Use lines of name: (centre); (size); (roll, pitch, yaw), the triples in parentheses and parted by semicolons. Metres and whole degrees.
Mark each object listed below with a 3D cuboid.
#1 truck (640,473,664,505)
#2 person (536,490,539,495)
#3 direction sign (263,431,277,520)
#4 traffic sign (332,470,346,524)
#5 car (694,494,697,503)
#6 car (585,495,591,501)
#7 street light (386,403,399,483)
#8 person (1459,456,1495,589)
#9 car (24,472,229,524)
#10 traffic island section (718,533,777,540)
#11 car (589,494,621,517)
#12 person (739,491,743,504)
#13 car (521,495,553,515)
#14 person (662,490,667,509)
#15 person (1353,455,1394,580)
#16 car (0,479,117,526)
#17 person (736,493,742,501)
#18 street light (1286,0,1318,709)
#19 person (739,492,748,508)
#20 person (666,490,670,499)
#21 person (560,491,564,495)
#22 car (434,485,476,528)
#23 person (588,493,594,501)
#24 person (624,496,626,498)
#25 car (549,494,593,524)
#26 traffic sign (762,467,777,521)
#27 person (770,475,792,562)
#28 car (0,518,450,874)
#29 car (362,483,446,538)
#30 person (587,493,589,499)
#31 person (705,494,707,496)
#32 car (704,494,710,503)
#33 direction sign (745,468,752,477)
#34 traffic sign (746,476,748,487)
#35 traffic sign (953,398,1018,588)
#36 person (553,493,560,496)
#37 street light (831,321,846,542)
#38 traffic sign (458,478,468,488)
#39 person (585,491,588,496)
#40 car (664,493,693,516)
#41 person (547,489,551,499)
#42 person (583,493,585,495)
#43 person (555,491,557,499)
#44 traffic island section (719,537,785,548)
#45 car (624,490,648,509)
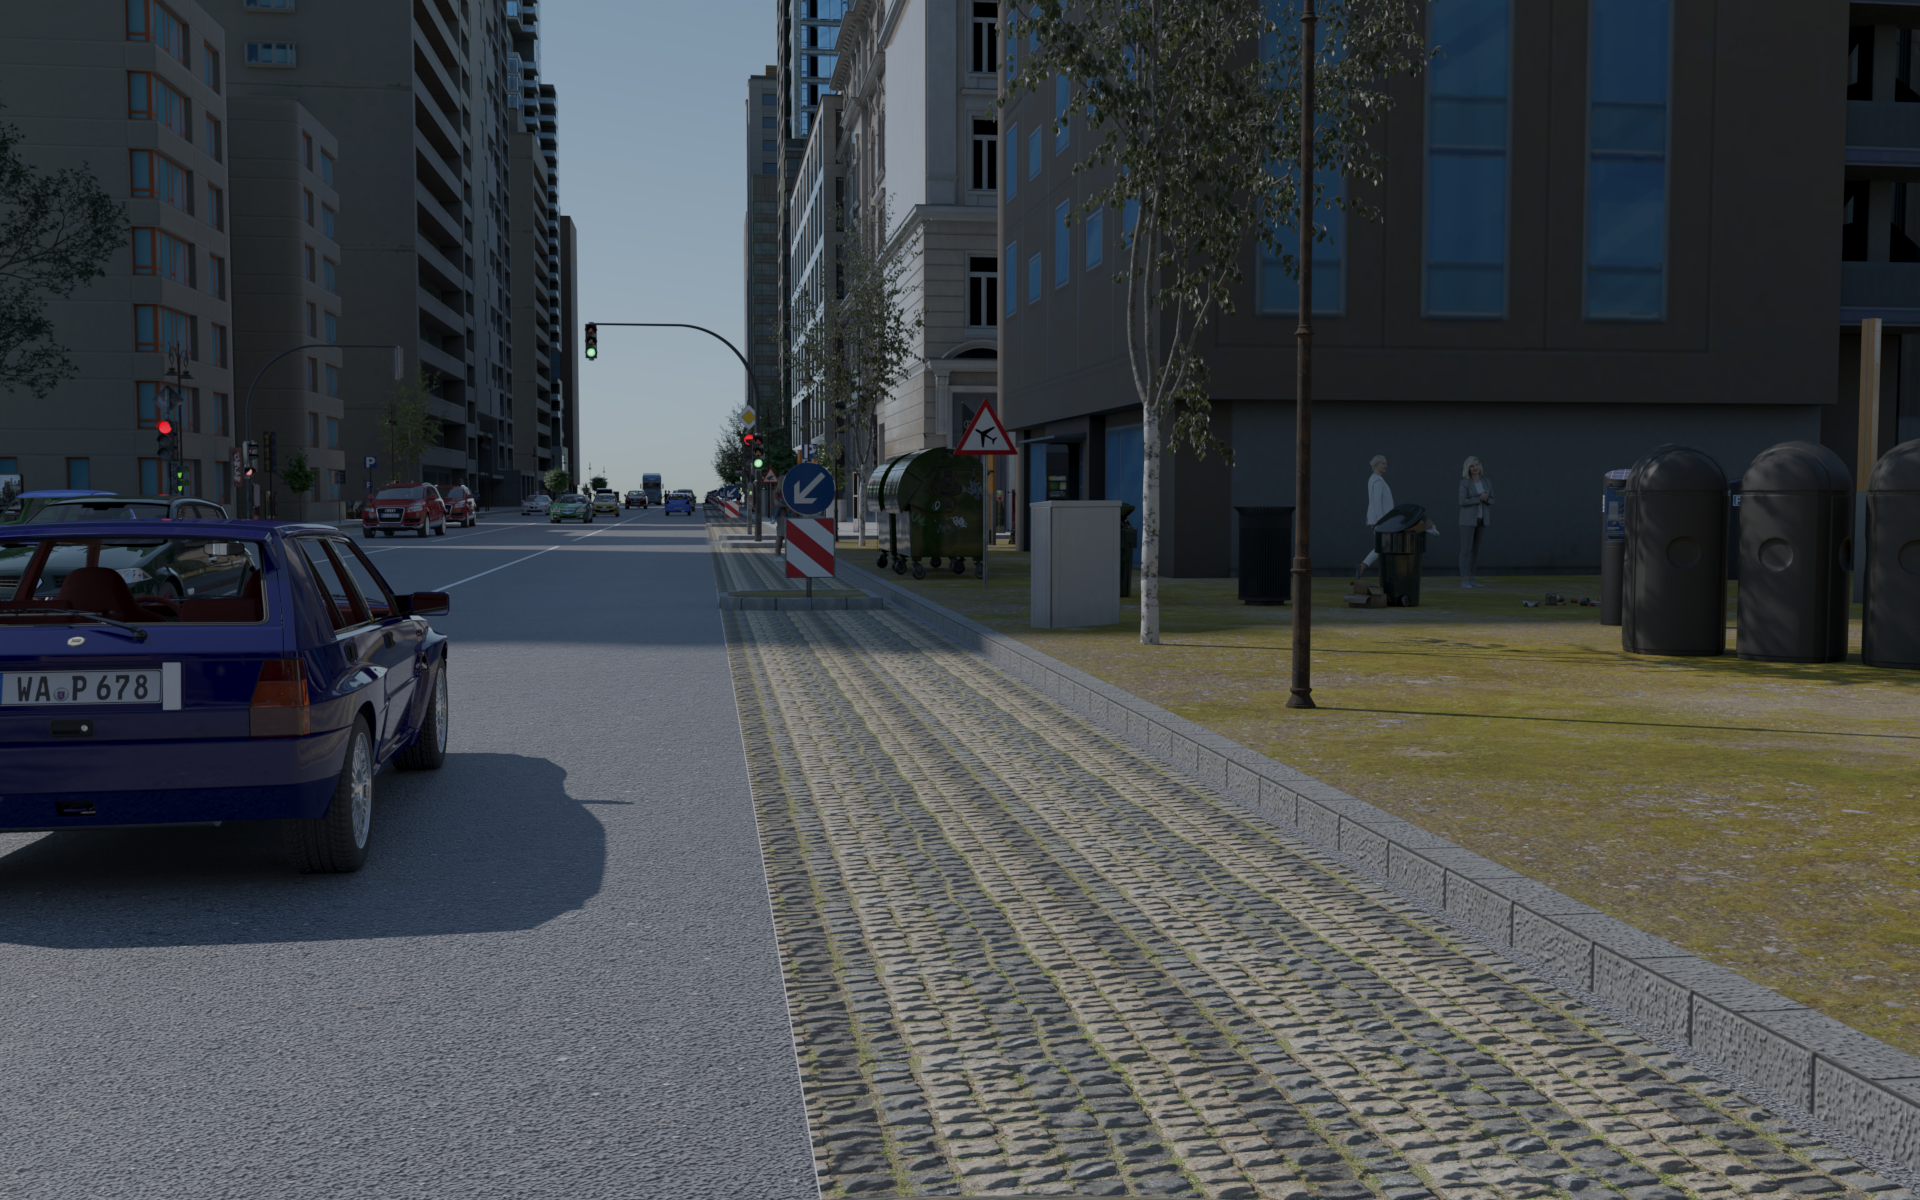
truck: (-40.643, -14.605, 228.547); (2.967, 4.110, 18.799); (-1, 4, -10)
person: (-51.527, -12.552, 211.139); (0.709, 1.838, 0.599); (-1, 4, -19)
direction sign: (-25.004, -4.332, 62.832); (0.379, 3.537, 0.876); (0, 4, 5)
traffic sign: (-26.461, -4.385, 73.832); (0.606, 2.300, 0.079); (0, 4, 0)
car: (-43.275, -16.482, 278.279); (1.959, 1.807, 4.718); (-1, 4, -10)
car: (-30.858, -7.814, 140.113); (2.083, 1.381, 4.827); (-1, 4, -10)
street light: (-28.968, -7.073, 88.432); (0.468, 5.910, 1.993); (-1, 4, -8)
person: (7.085, -1.068, 23.696); (0.537, 1.800, 0.526); (0, 4, -8)
car: (-8.169, -0.430, 16.816); (2.009, 1.686, 4.222); (0, 4, -7)
traffic island section: (-6.617, -1.981, 54.675); (2.009, 0.180, 2.903); (-1, 4, -8)
car: (-22.335, -6.046, 109.083); (2.015, 1.641, 3.980); (-1, 4, -10)
person: (-27.868, -12.999, 219.288); (0.721, 1.735, 1.217); (-3, 5, -44)
car: (-28.691, -6.443, 117.702); (2.083, 1.381, 4.827); (0, 4, -8)
person: (-28.959, -9.896, 170.269); (0.705, 1.831, 1.348); (-3, 4, -38)
person: (5.980, -1.163, 24.941); (0.818, 1.842, 0.514); (-1, 4, -20)
car: (-14.067, -1.072, 27.111); (1.945, 1.707, 3.694); (0, 4, -8)
person: (-23.159, -10.601, 180.083); (1.217, 1.736, 0.721); (-3, 4, -38)
street light: (2.050, -2.291, 10.242); (0.468, 5.910, 1.993); (-1, 4, -8)
person: (-19.956, -9.433, 161.092); (1.217, 1.723, 0.721); (1, 4, 15)
person: (-26.071, -8.992, 156.045); (0.750, 1.759, 0.617); (-1, 4, -15)
person: (-48.549, -12.491, 211.094); (0.721, 1.723, 1.217); (2, 4, 28)
car: (-22.152, -4.052, 74.927); (2.281, 1.827, 5.304); (-1, 4, -10)
person: (-56.044, -15.689, 262.644); (1.350, 1.814, 0.705); (-1, 4, -14)
person: (-38.621, -11.561, 200.760); (0.697, 1.427, 0.421); (1, 4, 10)
car: (-19.149, -4.505, 85.454); (2.131, 1.459, 4.920); (0, 4, -8)
traffic sign: (-9.005, -5.041, 82.426); (0.884, 2.594, 0.081); (0, 4, -4)
person: (-3.763, -1.725, 36.684); (0.573, 1.828, 0.580); (-2, 4, -32)
car: (-3.343, 0.296, 7.742); (1.945, 1.354, 3.894); (-1, 4, -10)
car: (-18.648, -3.034, 58.276); (2.281, 1.827, 5.304); (0, 4, -7)
person: (-57.637, -16.028, 268.806); (1.217, 1.736, 0.721); (-2, 4, -27)
person: (-40.628, -16.523, 278.654); (1.348, 1.823, 0.705); (-3, 4, -36)
car: (-34.656, -14.140, 240.976); (2.009, 1.686, 4.222); (-1, 4, -9)
direction sign: (-15.069, -8.078, 124.070); (0.379, 3.537, 0.876); (2, 4, 33)
traffic sign: (-15.039, -7.544, 123.454); (0.768, 2.556, 0.104); (0, 4, -5)
traffic sign: (0.345, -1.445, 23.625); (0.884, 2.594, 0.081); (0, 4, -8)
person: (-52.558, -13.415, 225.899); (1.217, 1.766, 0.721); (1, 4, 14)
street light: (-3.332, -4.503, 46.415); (0.468, 5.910, 1.993); (-1, 4, -8)
traffic sign: (-32.341, -6.767, 112.768); (0.606, 2.300, 0.079); (0, 4, -7)
person: (-51.636, -14.216, 239.388); (0.530, 1.710, 0.541); (-2, 4, -30)
car: (-18.973, -6.547, 116.633); (1.945, 1.707, 3.694); (-1, 4, -8)
person: (-33.736, -8.172, 142.044); (0.705, 1.831, 1.348); (0, 4, -7)
person: (-61.032, -16.809, 280.959); (0.705, 1.812, 1.348); (0, 4, 7)
person: (-50.448, -12.811, 216.222); (0.721, 1.735, 1.217); (0, 4, -4)
traffic island section: (-5.433, -1.498, 46.778); (2.009, 0.180, 2.903); (-1, 4, -8)
car: (-30.928, -9.592, 165.502); (2.281, 1.827, 5.304); (-1, 4, -9)
